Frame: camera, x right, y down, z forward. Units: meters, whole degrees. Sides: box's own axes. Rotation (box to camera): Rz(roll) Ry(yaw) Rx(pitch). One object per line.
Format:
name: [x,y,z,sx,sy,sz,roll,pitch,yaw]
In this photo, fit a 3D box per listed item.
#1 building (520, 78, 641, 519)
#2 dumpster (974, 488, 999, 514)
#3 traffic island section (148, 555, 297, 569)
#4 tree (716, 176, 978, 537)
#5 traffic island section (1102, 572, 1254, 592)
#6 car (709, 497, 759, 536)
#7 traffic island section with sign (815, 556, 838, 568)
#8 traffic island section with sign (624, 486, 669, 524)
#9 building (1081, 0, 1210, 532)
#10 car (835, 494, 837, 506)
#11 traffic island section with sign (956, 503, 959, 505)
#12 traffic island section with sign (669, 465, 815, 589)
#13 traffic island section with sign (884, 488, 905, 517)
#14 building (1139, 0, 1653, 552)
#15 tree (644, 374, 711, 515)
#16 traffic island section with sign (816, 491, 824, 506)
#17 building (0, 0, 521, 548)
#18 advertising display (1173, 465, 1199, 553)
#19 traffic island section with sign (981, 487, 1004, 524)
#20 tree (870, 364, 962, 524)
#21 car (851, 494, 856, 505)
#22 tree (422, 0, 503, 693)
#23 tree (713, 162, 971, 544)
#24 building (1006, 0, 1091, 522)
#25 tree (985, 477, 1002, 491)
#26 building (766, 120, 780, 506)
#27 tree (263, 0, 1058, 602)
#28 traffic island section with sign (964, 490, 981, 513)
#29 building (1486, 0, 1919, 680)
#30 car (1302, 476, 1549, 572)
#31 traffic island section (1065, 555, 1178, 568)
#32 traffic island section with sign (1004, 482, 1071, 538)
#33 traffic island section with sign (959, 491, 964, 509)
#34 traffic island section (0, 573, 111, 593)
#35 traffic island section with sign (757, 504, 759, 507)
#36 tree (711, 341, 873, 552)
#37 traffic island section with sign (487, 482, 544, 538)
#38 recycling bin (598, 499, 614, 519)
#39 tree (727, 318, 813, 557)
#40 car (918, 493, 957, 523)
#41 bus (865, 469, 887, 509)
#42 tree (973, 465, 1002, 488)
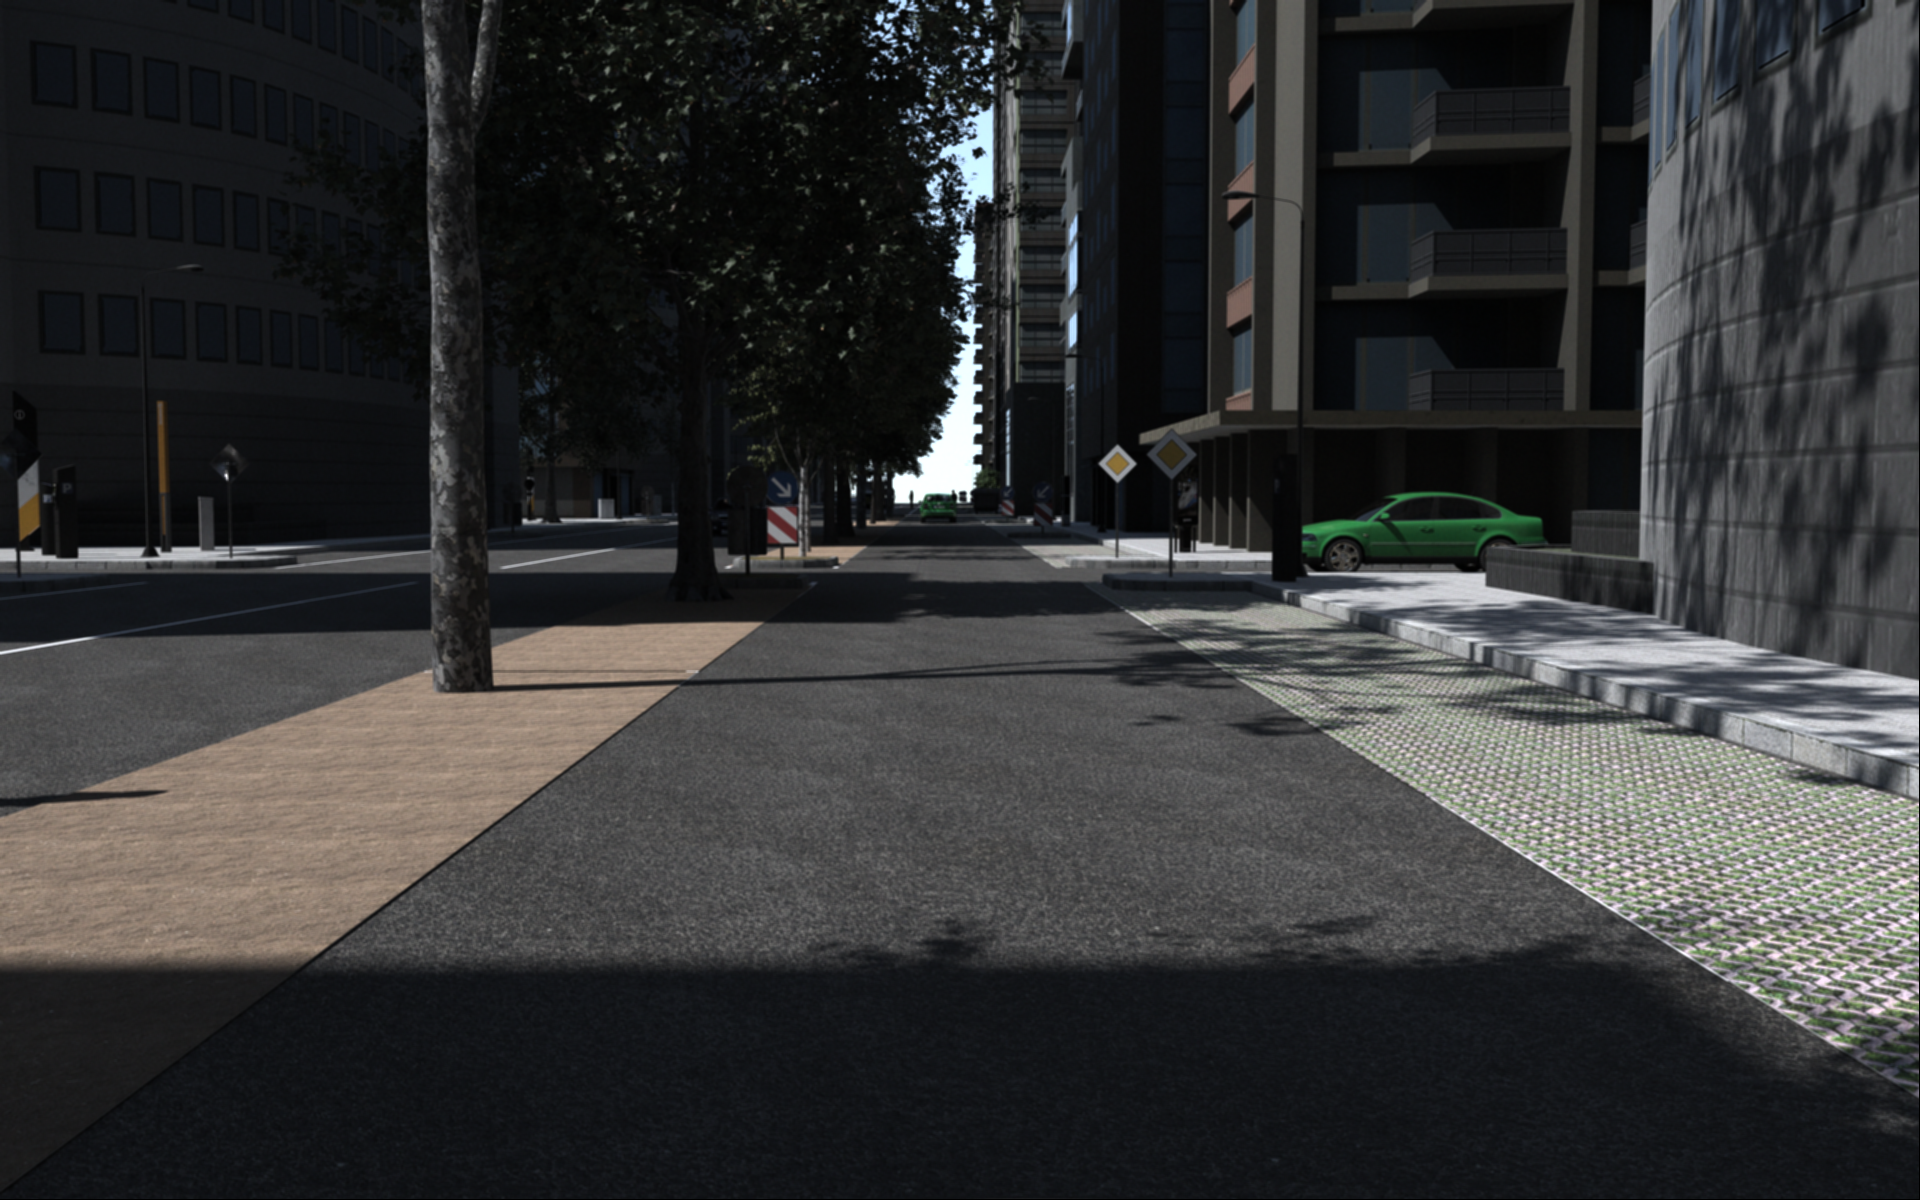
building: [-26.004,-27.270,95.978,14.600,45.320,14.200,0,4,-1]
dumpster: [1.879,-7.058,123.621,1.865,1.857,1.264,0,4,-1]
traffic island section: [-14.566,-0.751,34.560,2.009,0.180,2.903,0,4,-1]
tree: [-3.838,-9.066,57.339,9.857,13.997,8.962,0,3,0]
traffic island section: [3.281,-0.277,26.807,2.009,0.180,2.903,0,4,-1]
car: [-7.815,-2.910,60.162,1.945,1.354,3.894,0,4,-2]
traffic island section with sign: [-3.471,-1.604,34.364,2.006,1.907,1.989,0,4,-1]
traffic island section with sign: [-15.240,-4.635,84.416,1.989,1.847,2.006,0,4,-1]
building: [12.009,-25.276,63.371,14.600,45.320,14.200,0,4,-1]
car: [-13.205,-10.368,181.321,2.131,1.459,4.920,0,4,1]
traffic island section with sign: [0.411,-12.746,217.017,1.989,1.847,2.006,0,4,-1]
traffic island section with sign: [-3.381,-1.151,26.957,2.006,1.907,1.989,0,4,-1]
traffic island section with sign: [-4.483,-6.199,109.496,2.006,1.907,1.989,0,4,-1]
building: [19.630,-23.893,45.283,28.867,44.769,22.147,0,4,-1]
tree: [-17.579,-9.593,107.212,4.360,8.622,3.978,0,3,0]
traffic island section with sign: [-16.991,-12.714,216.493,1.989,1.847,2.006,0,4,-1]
building: [-27.645,-31.224,52.504,21.231,58.520,28.212,0,4,-1]
advertising display: [4.966,-2.014,38.137,0.123,1.923,0.974,3,4,36]
traffic island section with sign: [2.181,-4.621,84.174,1.989,1.847,2.006,0,4,-1]
tree: [-4.169,-8.864,81.796,8.767,10.594,7.601,0,4,-1]
car: [-12.415,-11.573,201.218,2.014,1.417,4.499,0,4,-2]
tree: [-2.389,-9.345,11.142,12.611,20.169,13.585,0,3,0]
tree: [-3.593,-7.832,48.630,7.486,12.596,7.792,0,3,0]
building: [14.295,-47.708,92.690,22.319,86.520,31.000,0,4,-1]
tree: [3.923,-12.199,194.047,1.663,3.219,1.824,0,3,0]
building: [-25.680,-29.894,172.367,14.154,41.232,14.086,0,4,-1]
tree: [-3.555,-6.322,22.836,9.611,12.733,9.660,0,3,0]
traffic island section with sign: [1.518,-7.707,134.631,1.989,1.847,2.006,0,4,-1]
building: [17.079,-28.711,11.422,21.231,58.520,28.212,0,4,-1]
car: [8.077,-1.366,31.125,4.718,1.807,1.959,0,4,-1]
traffic island section: [3.174,-0.765,34.792,2.009,0.180,2.903,0,4,-1]
traffic island section with sign: [2.561,-2.939,56.677,1.989,1.847,2.006,0,4,-1]
traffic island section with sign: [1.156,-9.355,161.584,1.989,1.847,2.006,0,4,-1]
traffic island section: [-14.459,-0.263,26.576,2.009,0.180,2.903,0,4,-1]
traffic island section with sign: [-15.899,-7.688,134.329,1.989,1.847,2.006,0,4,-1]
tree: [-3.734,-5.465,42.176,4.360,8.622,3.978,0,3,0]
traffic island section with sign: [-14.873,-2.976,57.284,1.989,1.847,2.006,0,4,-1]
recycling bin: [-18.213,-4.687,89.180,0.722,1.027,0.722,-1,4,-20]
tree: [-3.460,-5.182,37.540,4.737,8.622,4.395,0,3,0]
car: [-1.114,-4.780,86.942,1.959,1.807,4.718,0,4,-2]
bus: [-8.492,-11.052,172.243,2.896,3.916,12.252,0,3,0]
tree: [3.151,-13.055,197.166,4.285,4.588,4.351,0,3,0]
